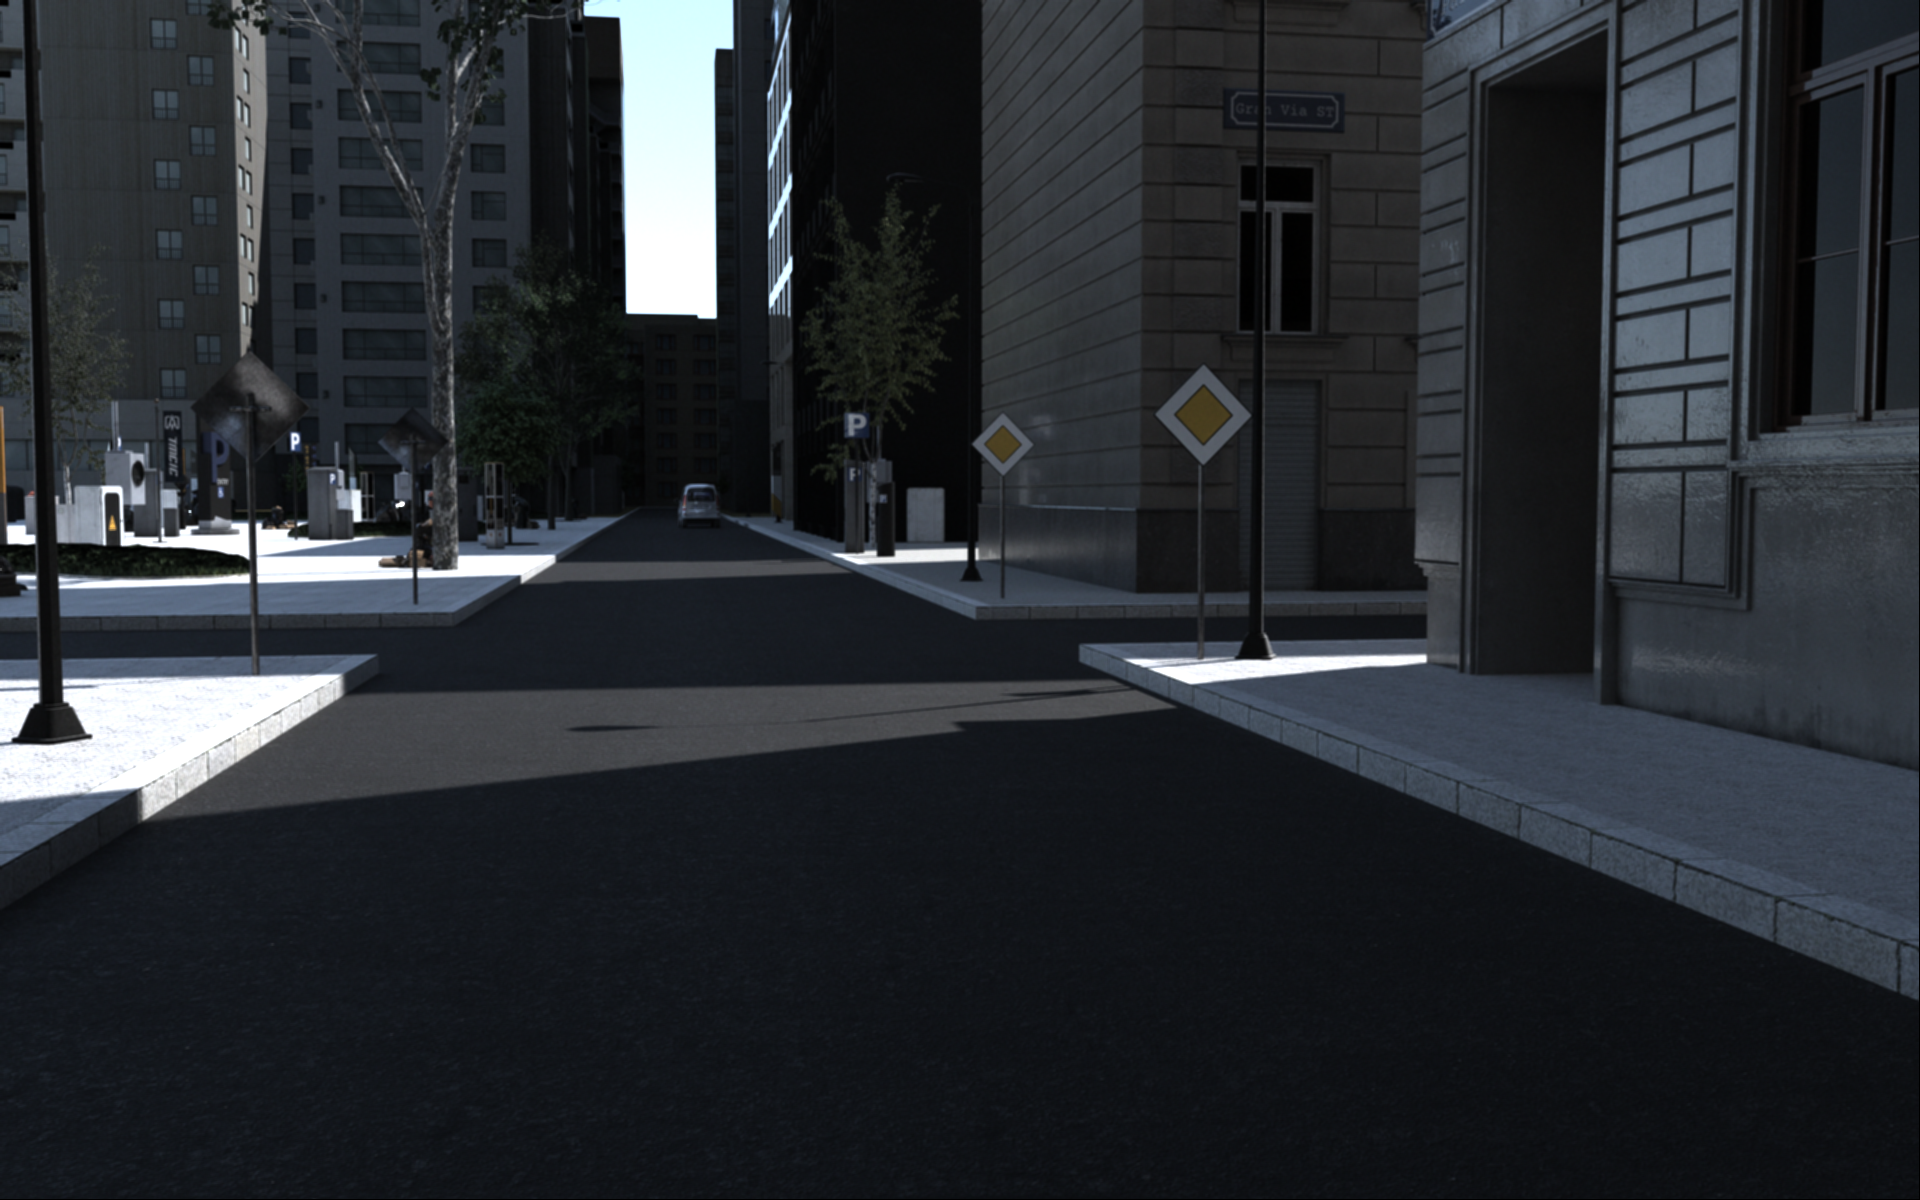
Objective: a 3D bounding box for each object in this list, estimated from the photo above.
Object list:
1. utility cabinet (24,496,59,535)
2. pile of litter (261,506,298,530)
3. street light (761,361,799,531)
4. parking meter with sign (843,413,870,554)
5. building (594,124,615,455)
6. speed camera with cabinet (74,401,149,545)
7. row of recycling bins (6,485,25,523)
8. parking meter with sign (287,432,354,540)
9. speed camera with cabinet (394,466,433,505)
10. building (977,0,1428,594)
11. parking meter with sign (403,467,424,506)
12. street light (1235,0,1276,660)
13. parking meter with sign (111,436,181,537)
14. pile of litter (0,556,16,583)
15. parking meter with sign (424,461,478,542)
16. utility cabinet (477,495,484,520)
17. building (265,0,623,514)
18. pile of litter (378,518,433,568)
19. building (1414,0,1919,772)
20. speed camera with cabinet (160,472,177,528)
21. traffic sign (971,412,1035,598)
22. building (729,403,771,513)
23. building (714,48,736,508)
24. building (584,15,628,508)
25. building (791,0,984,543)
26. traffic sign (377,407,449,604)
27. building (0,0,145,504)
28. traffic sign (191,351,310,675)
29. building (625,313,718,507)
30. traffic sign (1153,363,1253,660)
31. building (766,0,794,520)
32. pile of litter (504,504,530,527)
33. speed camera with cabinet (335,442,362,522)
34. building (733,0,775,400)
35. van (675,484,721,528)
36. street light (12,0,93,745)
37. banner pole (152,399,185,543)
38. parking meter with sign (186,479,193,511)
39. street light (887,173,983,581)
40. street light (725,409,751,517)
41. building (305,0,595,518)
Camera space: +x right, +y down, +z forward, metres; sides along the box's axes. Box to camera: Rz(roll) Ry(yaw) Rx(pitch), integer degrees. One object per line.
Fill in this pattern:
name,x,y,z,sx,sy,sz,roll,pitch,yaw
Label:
utility cabinet,-29.001,-2.664,54.714,1.020,1.237,0.306,1,4,10
pile of litter,-24.705,-3.008,63.145,1.719,0.858,1.176,-3,5,-39
street light,-6.249,-5.387,60.610,1.470,5.913,1.316,-1,4,-10
parking meter with sign,-2.298,-2.548,37.925,0.543,3.016,1.738,0,4,-6
building,-34.218,-22.177,134.300,14.160,30.474,14.107,-1,4,-10
speed camera with cabinet,-17.830,-2.570,36.351,0.660,3.252,2.038,0,4,-1
row of recycling bins,-47.472,-4.875,86.822,1.069,1.692,3.534,-2,4,-26
parking meter with sign,-17.860,-3.193,48.470,1.738,3.016,0.543,1,4,11
speed camera with cabinet,-23.400,-4.935,75.020,2.038,3.252,0.660,-2,4,-27
building,13.273,-14.178,29.079,25.104,27.353,12.463,-1,4,-10
parking meter with sign,-26.532,-5.347,83.677,1.738,3.016,0.543,1,4,13
street light,1.780,-2.493,13.294,1.470,5.913,1.316,-1,4,-10
parking meter with sign,-24.257,-3.388,51.658,1.738,3.016,0.543,0,4,-6
pile of litter,-13.587,-0.578,23.423,1.176,0.858,1.719,3,4,37
parking meter with sign,-13.488,-3.096,46.878,0.543,3.016,1.738,3,5,45
utility cabinet,-22.344,-4.253,80.692,0.306,1.237,1.020,-1,4,-12
building,-33.479,-41.428,115.607,20.563,71.187,20.611,-1,4,-10
pile of litter,-9.612,-1.009,30.464,1.176,0.858,1.719,-2,4,-27
building,10.063,-10.249,3.731,11.583,22.565,21.152,-1,4,-10
speed camera with cabinet,-30.644,-4.402,66.304,0.660,3.252,2.038,-3,5,-44
traffic sign,0.519,-1.076,21.228,0.795,2.450,0.064,-1,4,-10
building,-3.510,-48.949,112.989,22.319,86.520,31.000,-1,4,-10
building,-16.061,-29.374,163.862,14.154,41.232,14.086,-1,4,-10
building,-38.248,-31.196,160.159,14.200,45.320,14.600,-1,4,-10
building,1.489,-13.717,53.954,12.332,23.373,15.834,-1,4,-10
traffic sign,-6.330,-1.006,20.086,0.795,2.450,0.064,-1,4,-10
building,-71.867,-34.119,147.080,27.495,52.752,28.713,-1,4,-10
traffic sign,-4.988,-0.524,12.214,0.795,2.450,0.064,-1,4,-10
building,-39.895,-21.051,189.219,28.899,21.520,27.650,-1,4,-10
traffic sign,1.861,-0.594,13.356,0.795,2.450,0.064,-1,4,-10
building,1.849,-16.841,79.867,19.350,26.468,34.151,-1,4,-10
pile of litter,-19.513,-3.665,73.881,1.719,0.858,1.176,1,4,19
speed camera with cabinet,-23.630,-4.403,66.332,0.660,3.252,2.038,1,4,11
building,-8.132,-36.775,143.269,21.231,58.520,28.212,-1,4,-10
van,-11.282,-4.146,74.806,2.013,2.044,4.112,-1,4,-12
street light,-4.197,-2.226,8.934,1.470,5.913,1.316,-1,4,-10
banner pole,-20.928,-3.407,45.728,0.863,3.779,0.401,-3,5,-41
parking meter with sign,-39.074,-5.558,87.136,0.543,3.016,1.738,-3,5,-41
street light,-0.365,-3.230,25.348,1.470,5.913,1.316,-1,4,-10
street light,-12.208,-7.506,95.258,1.470,5.913,1.316,-1,4,-10
building,-28.686,-20.066,99.788,14.160,30.474,14.107,-1,4,-10
